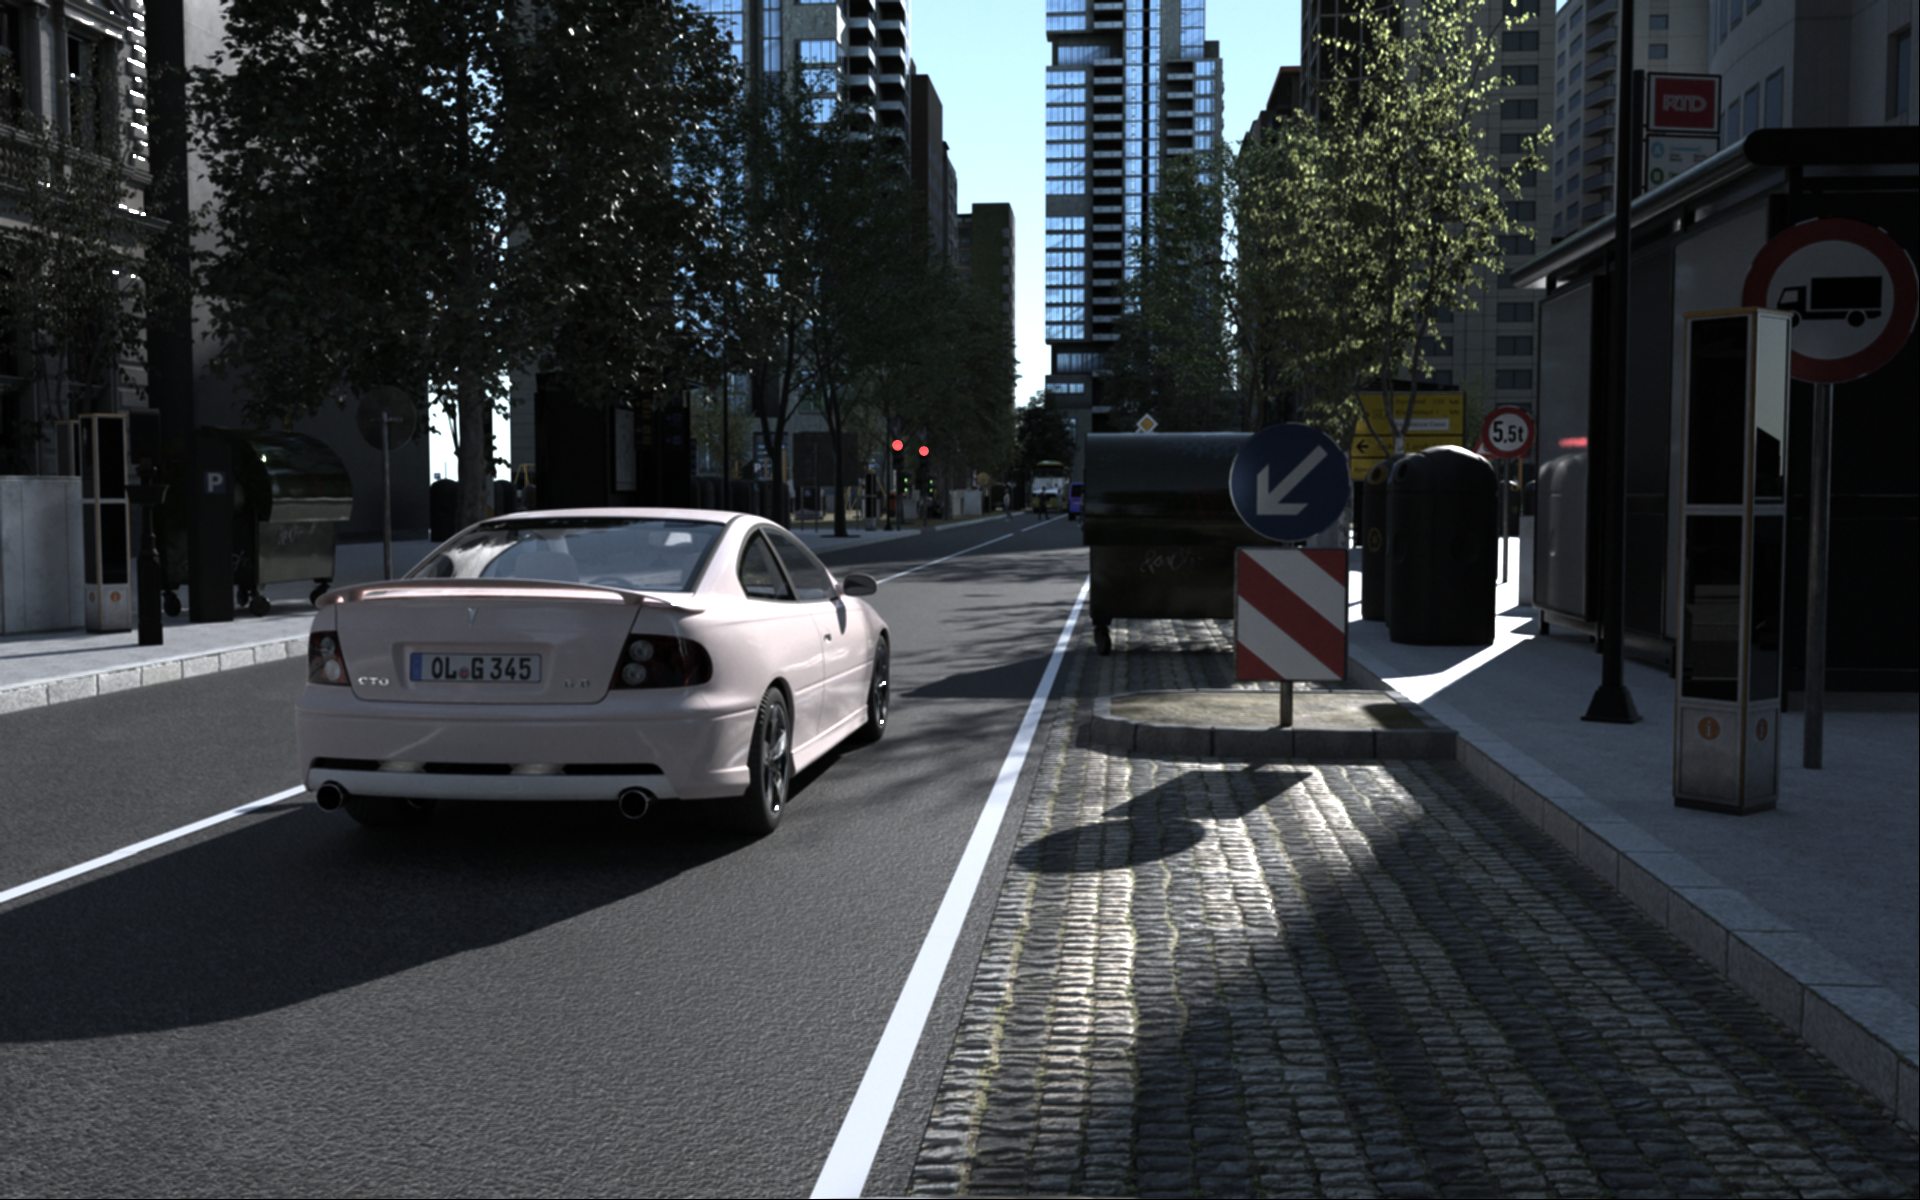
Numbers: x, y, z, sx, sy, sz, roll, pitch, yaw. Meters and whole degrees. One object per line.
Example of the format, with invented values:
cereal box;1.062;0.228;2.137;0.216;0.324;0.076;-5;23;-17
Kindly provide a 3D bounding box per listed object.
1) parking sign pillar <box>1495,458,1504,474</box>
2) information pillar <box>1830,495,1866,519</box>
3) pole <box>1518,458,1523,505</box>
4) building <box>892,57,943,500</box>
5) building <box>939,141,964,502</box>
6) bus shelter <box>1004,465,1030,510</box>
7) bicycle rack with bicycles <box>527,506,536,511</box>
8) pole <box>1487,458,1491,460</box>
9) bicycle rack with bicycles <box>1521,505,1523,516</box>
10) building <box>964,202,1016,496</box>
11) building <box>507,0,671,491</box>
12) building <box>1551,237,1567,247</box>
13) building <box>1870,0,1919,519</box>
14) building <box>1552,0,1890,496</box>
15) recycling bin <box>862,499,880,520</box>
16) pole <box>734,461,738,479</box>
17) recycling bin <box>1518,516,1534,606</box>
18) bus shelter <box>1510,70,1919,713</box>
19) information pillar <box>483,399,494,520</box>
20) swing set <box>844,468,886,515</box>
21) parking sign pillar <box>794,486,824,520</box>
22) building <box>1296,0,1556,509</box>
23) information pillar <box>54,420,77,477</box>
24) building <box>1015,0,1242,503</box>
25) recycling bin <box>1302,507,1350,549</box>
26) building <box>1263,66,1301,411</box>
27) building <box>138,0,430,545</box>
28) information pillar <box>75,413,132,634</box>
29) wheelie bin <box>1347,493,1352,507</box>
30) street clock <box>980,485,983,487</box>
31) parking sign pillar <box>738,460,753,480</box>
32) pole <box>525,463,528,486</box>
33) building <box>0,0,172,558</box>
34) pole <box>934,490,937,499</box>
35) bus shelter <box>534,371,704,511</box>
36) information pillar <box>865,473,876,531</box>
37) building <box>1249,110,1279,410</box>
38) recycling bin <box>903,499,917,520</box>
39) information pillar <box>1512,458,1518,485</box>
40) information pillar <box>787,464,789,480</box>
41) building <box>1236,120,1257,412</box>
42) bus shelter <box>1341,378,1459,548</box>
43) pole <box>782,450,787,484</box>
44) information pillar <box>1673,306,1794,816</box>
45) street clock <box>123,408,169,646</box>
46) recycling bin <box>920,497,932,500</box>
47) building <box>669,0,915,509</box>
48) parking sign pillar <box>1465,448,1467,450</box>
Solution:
parking sign pillar;24.323;-5.475;77.986;1.447;3.967;1.447;1;4;14
information pillar;8.656;-0.758;16.892;0.304;2.012;0.304;2;4;31
pole;28.106;-5.693;86.931;0.158;3.312;0.155;0;3;0
building;-9.409;-32.566;182.561;14.600;45.320;14.200;0;4;5
building;-7.540;-31.760;202.874;14.086;41.232;14.154;0;4;5
bus shelter;4.648;-9.150;140.879;1.731;3.624;6.357;0;4;5
bicycle rack with bicycles;-13.551;-2.465;53.689;2.852;0.926;2.925;0;4;-3
pole;27.369;-5.865;89.732;0.158;3.312;0.155;0;3;0
bicycle rack with bicycles;18.377;-2.774;58.736;2.852;0.926;2.925;3;5;39
building;0.615;-34.361;245.396;14.086;41.232;14.154;0;4;5
building;-39.312;-46.694;201.692;20.611;71.187;20.563;0;4;5
building;60.383;-25.994;196.711;14.107;30.474;14.160;0;4;5
building;25.918;-29.941;31.535;21.231;58.520;28.212;0;4;5
building;81.593;-39.629;189.933;28.212;58.520;21.231;0;4;5
recycling bin;-4.497;-4.577;87.385;0.722;1.027;0.722;-1;4;-22
pole;-13.796;-6.906;106.763;0.158;3.312;0.155;0;3;0
recycling bin;6.918;-0.448;19.877;0.722;1.027;0.722;-2;4;-33
bus shelter;5.961;-2.236;14.189;2.179;5.291;8.768;0;4;5
information pillar;-11.358;-3.055;41.306;0.504;3.616;0.183;0;4;-2
swing set;-5.570;-6.407;102.368;2.862;2.851;3.119;1;4;11
parking sign pillar;-7.399;-5.897;84.886;1.447;3.967;1.447;1;4;15
building;38.642;-43.554;150.360;20.563;71.187;20.611;0;4;5
information pillar;-8.835;-0.789;17.393;0.304;2.012;0.304;2;4;35
building;24.059;-57.090;246.096;31.000;86.520;22.319;0;4;5
recycling bin;7.026;-1.269;33.294;0.722;1.027;0.722;-1;4;-9
building;42.452;-31.865;175.610;22.147;44.769;28.867;0;4;5
building;-27.373;-15.325;44.064;24.014;27.812;14.314;0;4;5
information pillar;-7.883;-0.703;15.980;0.304;2.012;0.304;3;4;38
wheelie bin;12.833;-3.102;58.619;0.980;1.594;0.693;-2;4;-33
street clock;1.767;-8.131;137.518;0.358;2.002;0.471;-1;4;-8
parking sign pillar;-16.746;-8.946;134.734;1.447;3.967;1.447;-3;4;-39
pole;-28.612;-7.373;114.398;0.158;3.312;0.155;0;3;0
building;-22.185;-12.069;26.200;11.050;23.489;19.941;0;4;5
pole;-1.592;-7.236;112.146;0.158;3.312;0.155;0;3;0
bus shelter;-6.573;-2.629;34.274;1.731;3.624;6.357;0;4;6
information pillar;-3.114;-3.420;60.401;0.304;2.012;0.304;2;4;23
building;40.523;-33.490;197.669;14.600;45.320;14.200;0;4;5
recycling bin;-2.524;-4.409;84.638;0.722;1.027;0.722;-1;4;-10
information pillar;33.272;-6.863;103.559;0.504;3.616;0.183;0;4;-3
information pillar;-13.218;-8.669;133.099;0.183;3.616;0.504;0;4;6
building;53.452;-40.247;247.277;27.495;52.752;28.713;0;4;5
bus shelter;9.532;-2.854;37.952;1.731;3.624;6.357;0;4;6
pole;-8.103;-5.272;80.039;0.158;3.312;0.155;0;3;0
information pillar;3.132;-0.155;7.029;0.304;2.012;0.304;-3;4;-38
street clock;-6.908;-0.621;14.724;0.358;2.002;0.471;-2;4;-26
recycling bin;-2.557;-7.244;130.998;0.722;1.027;0.722;1;4;17
building;-15.177;-51.775;159.190;22.319;86.520;31.000;0;4;5
parking sign pillar;30.422;-7.034;103.472;1.447;3.967;1.447;3;5;39
